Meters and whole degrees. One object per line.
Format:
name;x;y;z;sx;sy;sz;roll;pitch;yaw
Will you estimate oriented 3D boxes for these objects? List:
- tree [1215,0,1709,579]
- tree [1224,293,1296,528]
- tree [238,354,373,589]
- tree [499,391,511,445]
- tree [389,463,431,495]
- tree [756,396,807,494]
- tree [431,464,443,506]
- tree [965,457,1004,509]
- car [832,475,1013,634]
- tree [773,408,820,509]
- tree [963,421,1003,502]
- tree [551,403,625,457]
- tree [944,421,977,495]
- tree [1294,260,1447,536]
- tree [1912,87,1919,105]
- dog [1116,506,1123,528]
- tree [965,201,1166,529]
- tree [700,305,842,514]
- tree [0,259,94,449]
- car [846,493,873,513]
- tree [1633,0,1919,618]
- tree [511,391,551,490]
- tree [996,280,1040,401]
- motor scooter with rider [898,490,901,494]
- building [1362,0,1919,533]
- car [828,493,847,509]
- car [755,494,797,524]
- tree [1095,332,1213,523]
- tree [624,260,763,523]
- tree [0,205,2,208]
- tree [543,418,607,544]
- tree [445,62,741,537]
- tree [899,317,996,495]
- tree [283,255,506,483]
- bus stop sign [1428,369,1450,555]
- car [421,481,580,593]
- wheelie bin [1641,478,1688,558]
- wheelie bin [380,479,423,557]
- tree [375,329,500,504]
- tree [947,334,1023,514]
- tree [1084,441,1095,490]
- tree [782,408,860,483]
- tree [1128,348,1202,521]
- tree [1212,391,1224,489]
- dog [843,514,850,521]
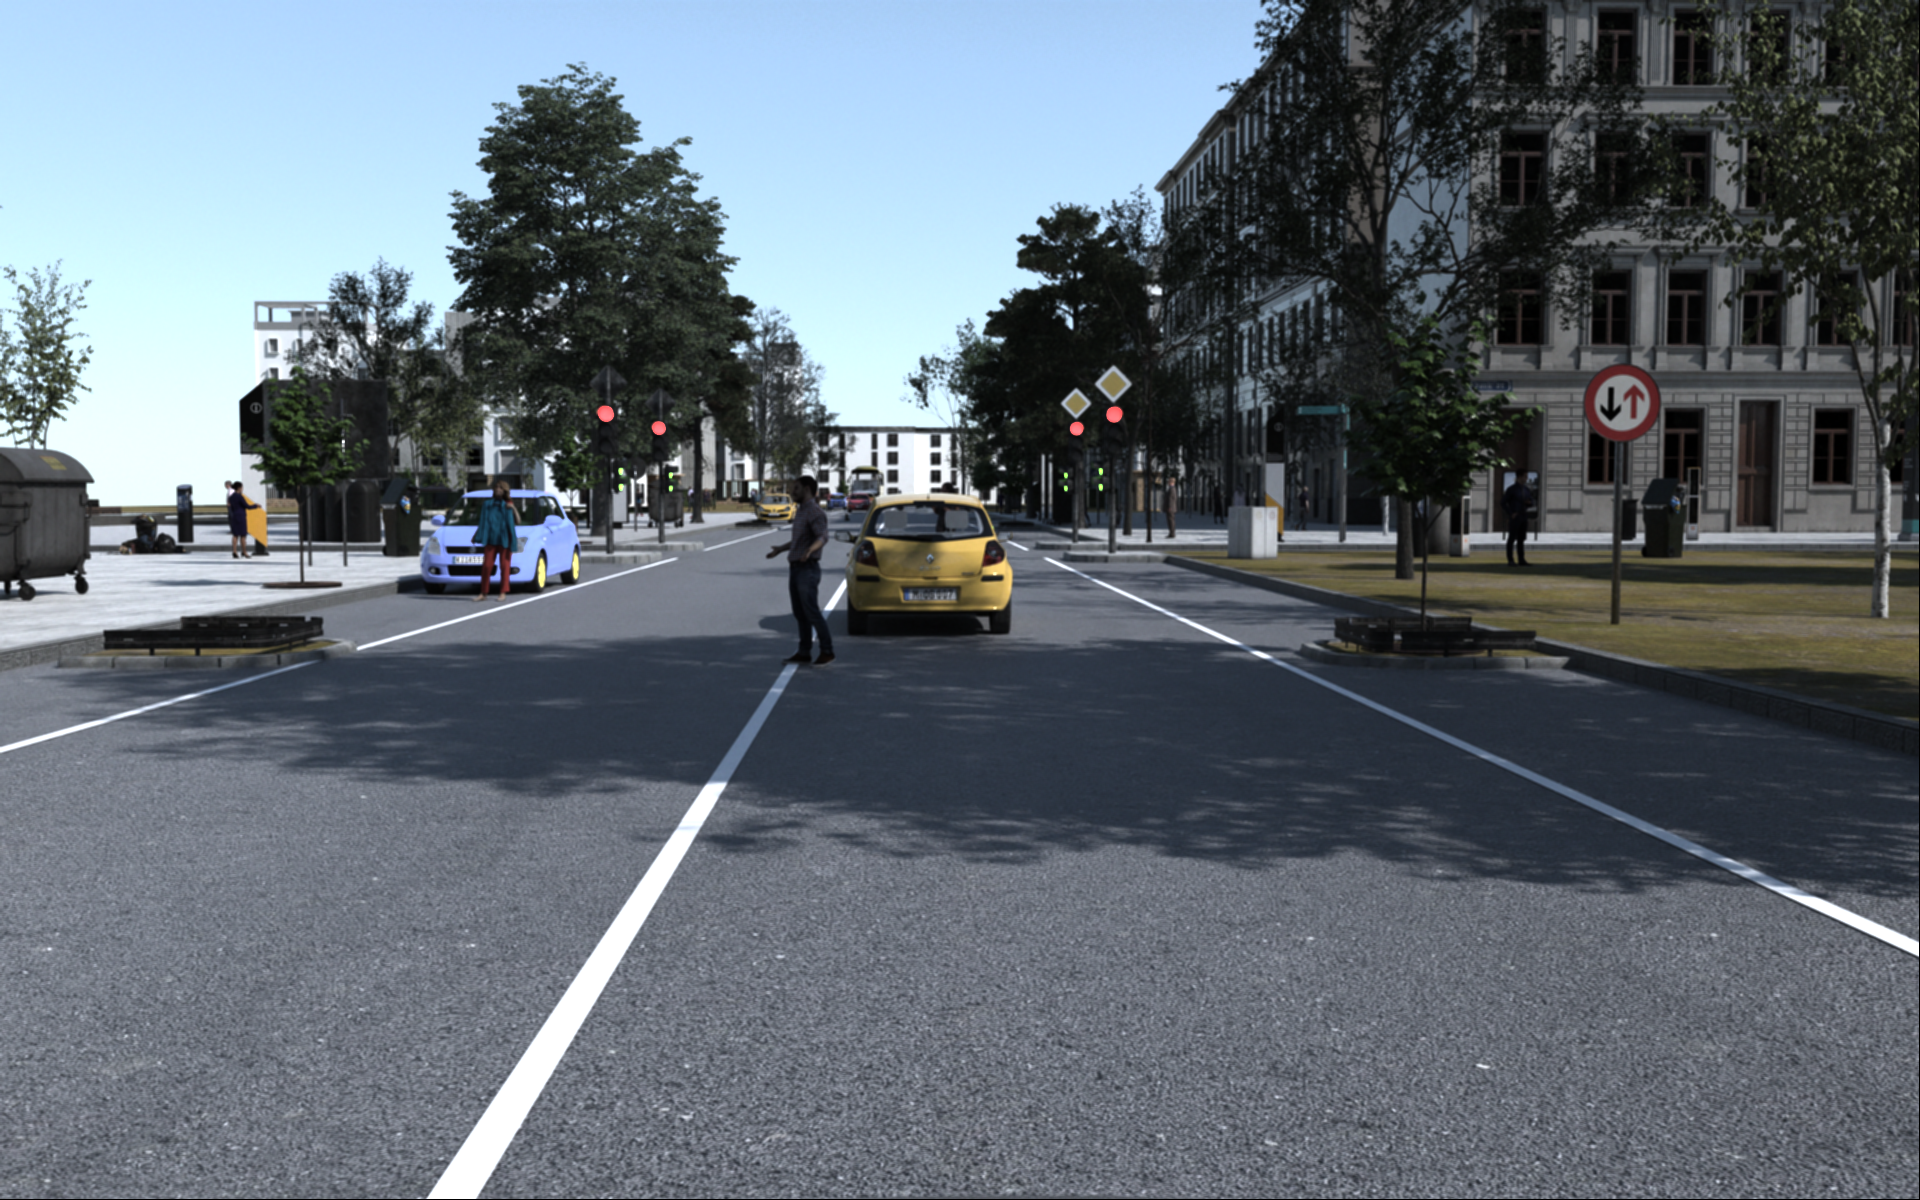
tree;6.917;-5.609;26.119;8.767;10.594;7.601;2;4;31
tree;12.646;-6.982;64.519;4.360;8.622;3.978;0;3;0
tree;-9.139;-1.780;23.699;1.663;3.219;1.824;0;3;0
tree;-26.368;-8.620;91.298;4.737;8.622;4.395;0;3;0
tree;-34.597;-6.967;108.508;1.663;3.219;1.824;0;3;0
tree;-13.318;-10.953;129.450;4.737;8.622;4.395;0;3;0
tree;-33.996;-7.167;111.776;1.663;3.219;1.824;0;3;0
tree;2.123;-10.106;148.940;4.285;4.588;4.351;0;3;0
car;-0.386;-0.545;19.139;2.015;1.641;3.980;0;4;-3
tree;-13.984;-12.114;148.422;4.360;8.622;3.978;0;3;0
tree;1.990;-12.541;155.412;4.737;8.622;4.395;0;3;0
tree;-19.437;-8.962;96.889;4.737;8.622;4.395;0;3;0
tree;0.707;-13.629;173.188;4.360;8.622;3.978;0;3;0
tree;12.999;-6.271;52.887;4.360;8.622;3.978;0;3;0
tree;7.508;-6.151;7.227;9.857;13.997;8.962;0;3;0
dog;5.994;-3.151;65.896;0.513;0.831;0.800;1;4;15
tree;4.365;-8.667;63.768;6.751;12.117;7.091;0;3;0
tree;-12.860;-12.327;111.914;12.009;13.543;11.850;0;3;0
tree;-28.953;-6.343;54.068;4.737;8.622;4.395;0;3;0
car;-7.798;-7.677;134.560;2.155;1.783;4.494;0;4;-2
tree;9.337;-4.121;17.734;4.737;8.622;4.395;0;3;0
tree;-26.861;-9.603;107.366;4.737;8.622;4.395;0;3;0
tree;5.091;-7.254;53.021;8.767;10.594;7.601;1;4;11
motor scooter with rider;-4.487;-7.466;131.035;0.876;1.779;1.986;0;4;-1
building;26.249;-13.799;61.774;21.152;22.565;11.583;0;4;-2
car;-11.546;-9.389;163.102;1.945;1.707;3.694;0;4;-1
car;-9.006;-4.589;85.255;2.015;1.641;3.980;0;4;-1
tree;8.575;-7.762;77.279;4.360;8.622;3.978;0;3;0
tree;-11.541;-9.418;76.037;6.751;12.117;7.091;0;3;0
tree;-16.861;-4.605;25.657;4.737;8.622;4.395;0;3;0
tree;-9.998;-3.053;44.511;1.663;3.219;1.824;0;3;0
tree;-10.806;-8.883;51.895;9.857;13.997;8.962;0;3;0
tree;-0.220;-20.333;188.328;12.611;20.169;13.585;0;3;0
tree;-21.940;-8.123;67.218;8.767;10.594;7.601;-1;4;-14
bus stop sign;10.099;-2.913;36.640;0.837;3.901;0.837;1;4;19
car;-6.897;-1.014;26.164;1.945;1.707;3.694;0;4;-1
wheelie bin;14.224;-1.658;35.012;0.693;1.594;0.980;-2;4;-30
wheelie bin;-11.477;-1.695;35.624;0.980;1.594;0.693;3;5;40
tree;-23.754;-7.700;76.254;4.737;8.622;4.395;0;3;0
tree;3.037;-11.276;110.116;9.928;11.665;9.643;0;3;0
tree;8.704;-9.285;102.177;4.360;8.622;3.978;0;3;0
tree;-14.966;-15.076;180.911;7.601;10.594;8.767;3;5;44
tree;9.266;-8.037;81.765;4.737;8.622;4.395;0;3;0
tree;11.918;-8.486;89.110;4.360;8.622;3.978;0;3;0
dog;-6.102;-4.414;92.358;0.550;0.427;0.748;2;4;28
